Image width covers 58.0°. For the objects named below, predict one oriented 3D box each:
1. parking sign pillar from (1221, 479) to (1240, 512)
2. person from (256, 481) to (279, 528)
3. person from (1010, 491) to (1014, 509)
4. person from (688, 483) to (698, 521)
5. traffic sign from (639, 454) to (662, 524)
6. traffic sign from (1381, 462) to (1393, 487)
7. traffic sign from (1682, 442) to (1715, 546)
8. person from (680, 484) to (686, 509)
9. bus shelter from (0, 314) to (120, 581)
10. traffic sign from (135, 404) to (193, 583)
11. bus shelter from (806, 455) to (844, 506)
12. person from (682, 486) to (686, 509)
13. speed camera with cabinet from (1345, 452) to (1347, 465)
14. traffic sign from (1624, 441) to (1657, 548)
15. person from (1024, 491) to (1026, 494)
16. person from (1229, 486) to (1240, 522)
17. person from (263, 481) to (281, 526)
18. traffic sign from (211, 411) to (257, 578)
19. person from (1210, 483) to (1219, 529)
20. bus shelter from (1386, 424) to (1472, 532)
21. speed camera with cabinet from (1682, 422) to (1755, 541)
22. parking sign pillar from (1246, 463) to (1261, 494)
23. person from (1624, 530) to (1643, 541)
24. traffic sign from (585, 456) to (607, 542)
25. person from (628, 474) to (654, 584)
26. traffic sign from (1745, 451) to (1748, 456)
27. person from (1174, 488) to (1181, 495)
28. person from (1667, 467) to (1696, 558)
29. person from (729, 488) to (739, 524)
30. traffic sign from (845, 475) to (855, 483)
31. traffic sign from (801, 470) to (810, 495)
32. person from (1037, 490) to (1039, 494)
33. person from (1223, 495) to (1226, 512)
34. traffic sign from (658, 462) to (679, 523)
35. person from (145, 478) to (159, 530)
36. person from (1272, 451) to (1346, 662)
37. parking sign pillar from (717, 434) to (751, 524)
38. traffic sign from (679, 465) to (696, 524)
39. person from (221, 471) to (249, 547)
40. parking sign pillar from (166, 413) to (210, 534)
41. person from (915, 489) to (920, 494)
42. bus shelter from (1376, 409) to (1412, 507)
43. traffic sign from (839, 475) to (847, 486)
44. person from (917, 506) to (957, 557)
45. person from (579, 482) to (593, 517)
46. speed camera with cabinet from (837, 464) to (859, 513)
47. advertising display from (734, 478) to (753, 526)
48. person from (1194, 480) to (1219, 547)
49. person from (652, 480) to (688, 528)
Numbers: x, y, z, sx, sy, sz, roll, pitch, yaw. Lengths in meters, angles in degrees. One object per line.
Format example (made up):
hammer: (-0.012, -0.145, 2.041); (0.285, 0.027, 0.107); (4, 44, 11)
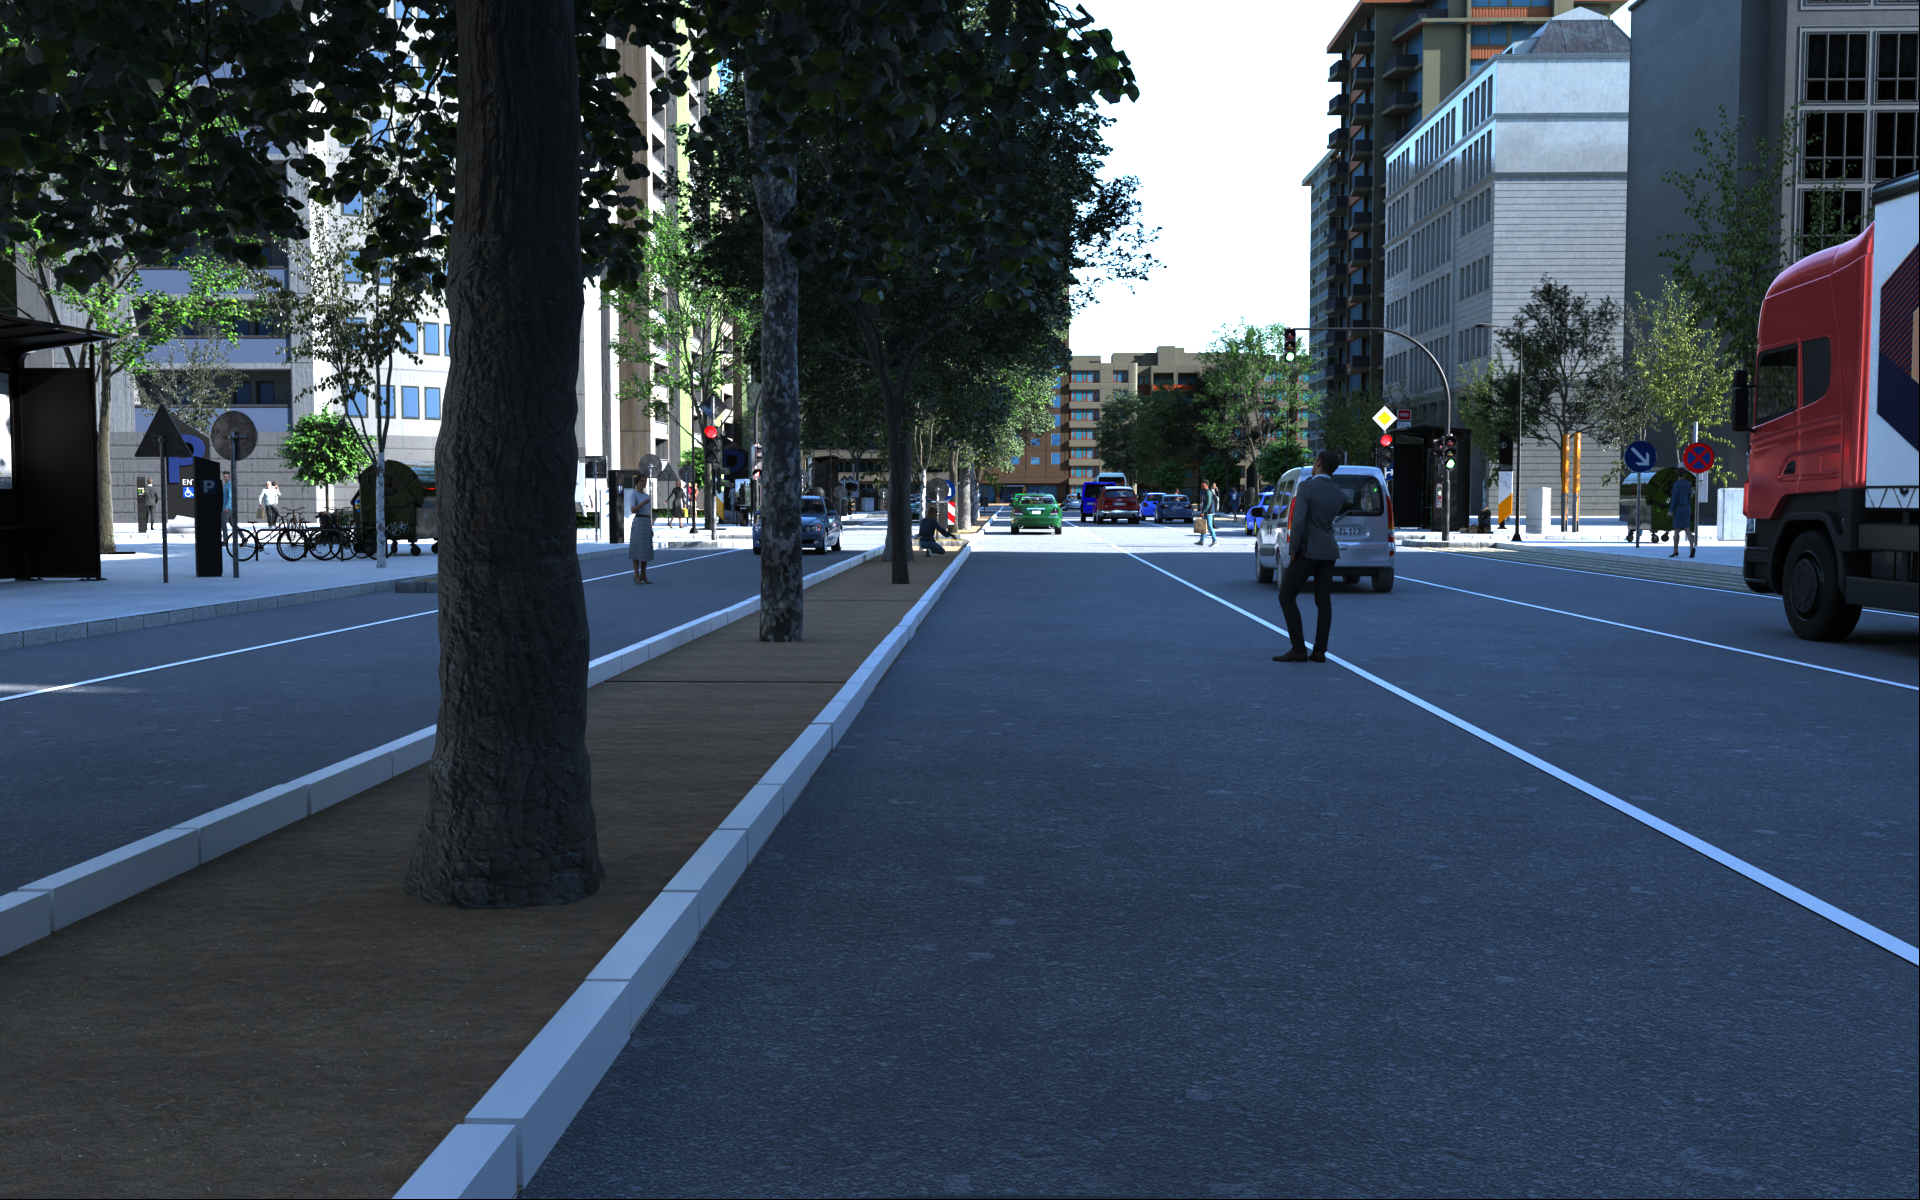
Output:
parking sign pillar: (19.665, -8.402, 125.839); (1.447, 3.967, 1.447); (0, 4, -3)
person: (-26.130, -3.596, 65.324); (0.782, 1.767, 0.515); (-3, 4, -36)
person: (4.755, -8.919, 155.112); (0.721, 1.735, 1.217); (0, 4, 7)
person: (-12.799, -4.690, 82.697); (0.580, 1.828, 0.573); (-1, 4, -15)
traffic sign: (-9.833, -3.359, 55.019); (0.768, 2.556, 0.104); (0, 4, 3)
traffic sign: (16.167, -4.007, 65.617); (0.768, 2.556, 0.104); (0, 4, 5)
traffic sign: (18.117, -2.597, 42.562); (0.768, 2.556, 0.104); (0, 4, 6)
person: (-14.803, -5.340, 93.468); (0.709, 1.813, 0.853); (-1, 4, -22)
bus shelter: (-13.348, -1.917, 22.628); (1.731, 3.624, 6.357); (0, 4, 2)
traffic sign: (-11.452, -1.523, 24.904); (0.884, 2.594, 0.081); (0, 4, 7)
bus shelter: (-8.352, -7.107, 107.480); (1.731, 3.624, 6.357); (0, 4, 2)
person: (-17.213, -6.244, 108.309); (0.661, 1.801, 0.590); (1, 4, 17)
speed camera with cabinet: (17.810, -5.248, 80.140); (0.660, 3.252, 2.038); (2, 4, 30)
traffic sign: (16.188, -2.520, 41.303); (0.768, 2.556, 0.104); (0, 4, 2)
person: (7.169, -11.302, 193.964); (0.721, 1.739, 1.217); (0, 4, 7)
person: (14.120, -4.908, 88.767); (0.581, 1.822, 0.654); (3, 5, 45)
person: (-27.447, -3.846, 69.103); (0.592, 1.802, 0.473); (1, 4, 14)
traffic sign: (-11.111, -1.615, 26.507); (0.768, 2.556, 0.104); (1, 4, 10)
person: (10.534, -3.918, 71.918); (0.474, 1.900, 0.648); (0, 4, 8)
bus shelter: (16.520, -4.290, 61.425); (1.731, 3.624, 6.357); (0, 4, 2)
speed camera with cabinet: (20.800, -3.250, 47.467); (2.038, 3.252, 0.660); (1, 4, 9)
parking sign pillar: (21.587, -8.496, 127.388); (1.447, 3.967, 1.447); (-2, 4, -24)
person: (18.693, -2.536, 47.771); (0.793, 1.790, 0.793); (0, 4, -3)
traffic sign: (-9.733, -2.703, 46.318); (0.606, 2.300, 0.079); (0, 4, 7)
person: (-5.008, -1.129, 27.524); (0.524, 1.755, 0.480); (2, 4, 29)
traffic sign: (18.272, -2.424, 39.372); (0.795, 2.593, 0.064); (1, 4, 8)
person: (12.813, -5.690, 101.883); (0.532, 1.782, 0.716); (1, 4, 14)
person: (14.588, -1.768, 34.980); (0.581, 1.822, 0.654); (0, 4, -7)
person: (-9.508, -4.122, 73.639); (0.606, 1.804, 0.583); (1, 4, 8)
traffic sign: (-7.686, -7.420, 121.048); (0.795, 2.593, 0.064); (0, 4, 5)
traffic sign: (-8.202, -5.507, 90.140); (0.768, 2.556, 0.104); (0, 4, 2)
person: (8.205, -10.680, 183.195); (0.705, 1.814, 1.350); (-2, 4, -28)
person: (17.708, -6.393, 115.243); (0.362, 1.253, 0.373); (0, 4, 0)
traffic sign: (-11.886, -4.317, 70.579); (0.884, 2.594, 0.081); (0, 4, 3)
person: (-29.249, -3.464, 62.455); (0.659, 1.850, 0.755); (-2, 4, -30)
person: (2.997, -0.376, 14.823); (0.592, 1.802, 0.473); (-1, 4, -16)
parking sign pillar: (-9.846, -5.310, 75.286); (1.447, 3.967, 1.447); (0, 4, -4)
traffic sign: (-11.837, -4.590, 75.147); (0.768, 2.556, 0.104); (1, 4, 10)
person: (-17.798, -2.224, 42.276); (0.748, 1.841, 0.638); (-1, 4, -17)
parking sign pillar: (-25.105, -4.153, 56.368); (1.447, 3.967, 1.447); (-1, 4, -20)
person: (-3.010, -7.003, 123.093); (0.616, 1.811, 0.778); (0, 4, 6)
bus shelter: (20.133, -6.213, 79.212); (2.179, 5.291, 8.768); (0, 4, 2)
traffic sign: (-8.089, -7.428, 121.188); (0.795, 2.593, 0.064); (0, 4, 3)
person: (-0.671, -1.553, 39.396); (1.012, 1.151, 0.738); (3, 5, 40)
person: (-14.556, -3.715, 67.049); (0.850, 1.792, 0.678); (3, 5, 41)
speed camera with cabinet: (-7.758, -7.386, 115.099); (2.038, 3.252, 0.660); (0, 4, -4)
advertising display: (-8.639, -3.914, 69.207); (0.974, 1.923, 0.123); (3, 5, 40)
person: (6.670, -2.353, 46.959); (0.713, 1.824, 0.794); (1, 4, 18)
person: (-11.012, -3.607, 65.231); (1.509, 1.804, 0.699); (-1, 4, -9)
